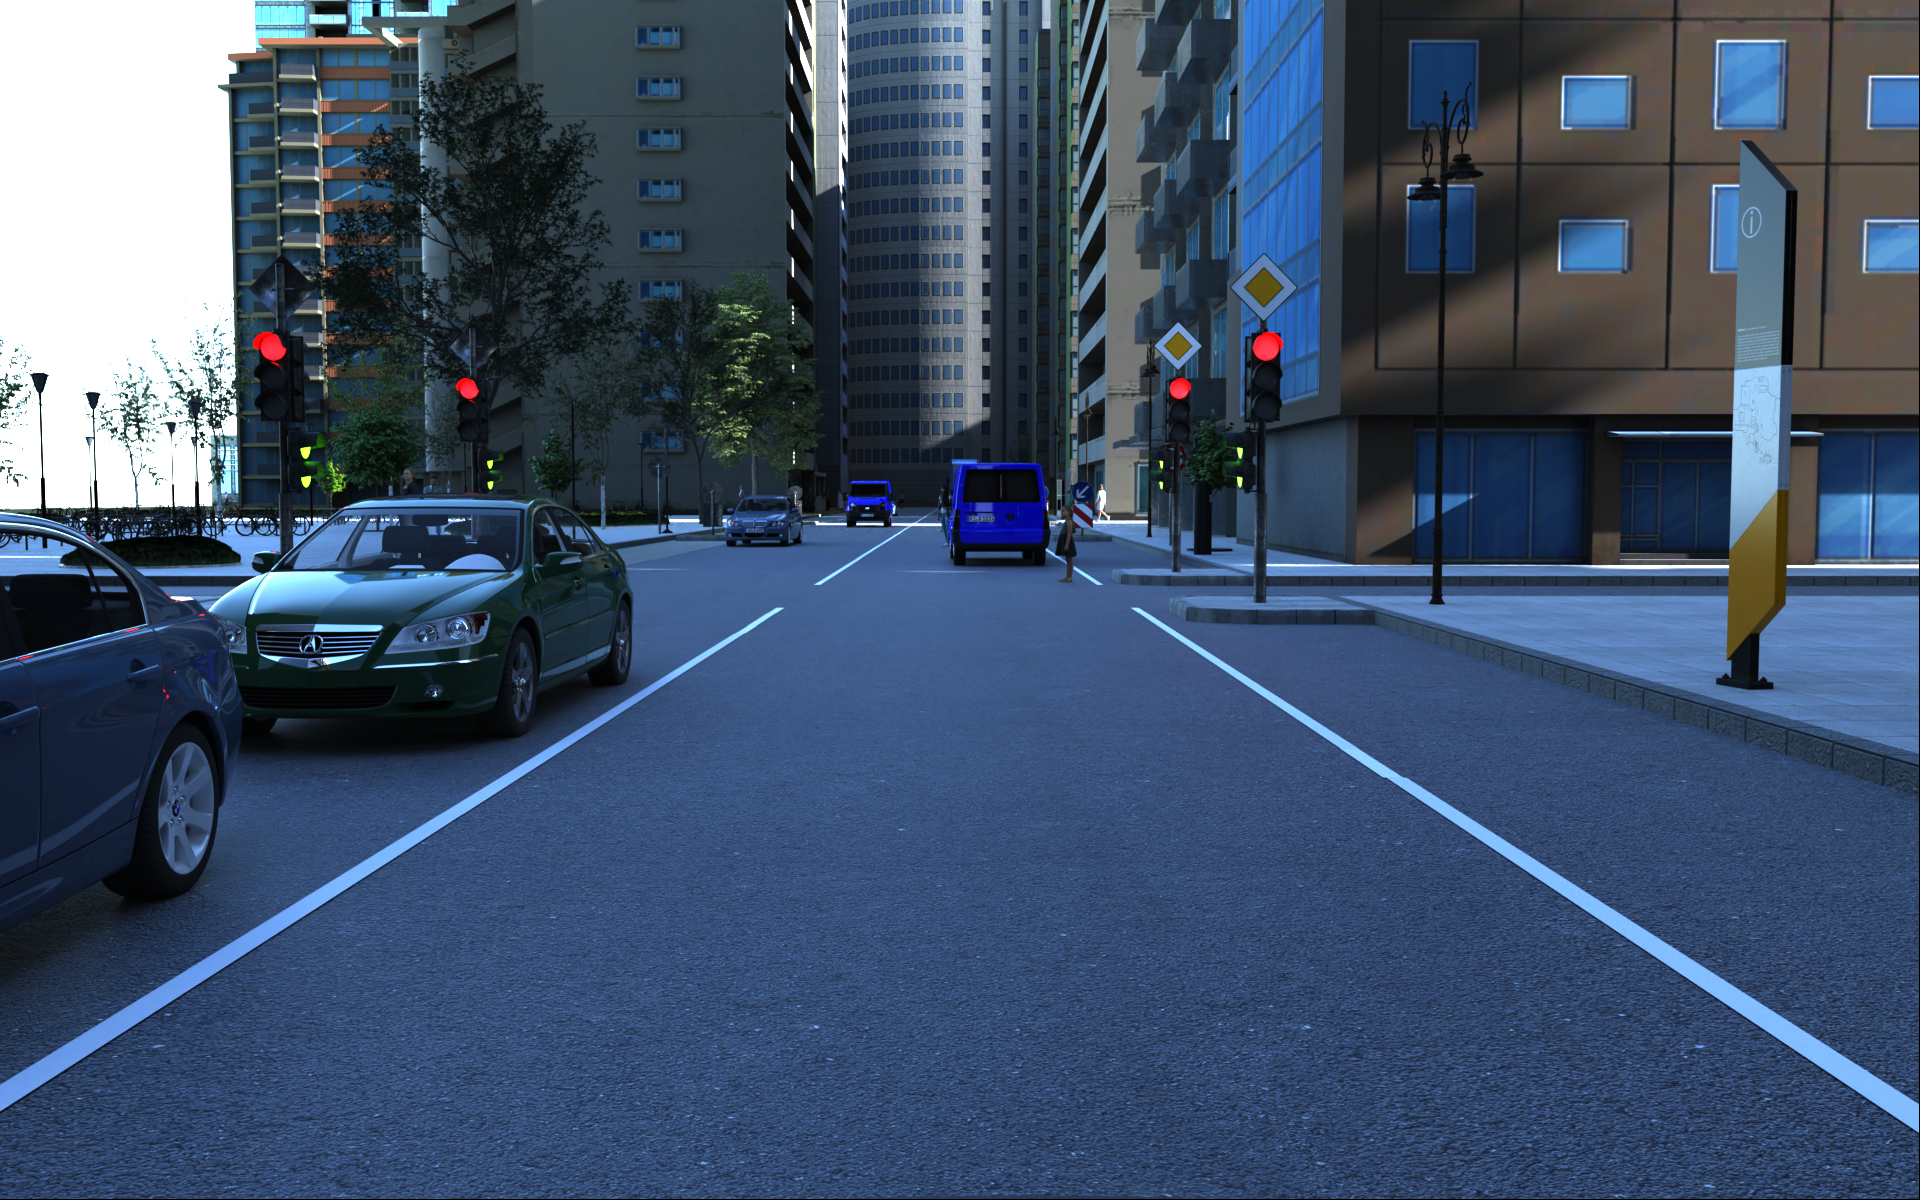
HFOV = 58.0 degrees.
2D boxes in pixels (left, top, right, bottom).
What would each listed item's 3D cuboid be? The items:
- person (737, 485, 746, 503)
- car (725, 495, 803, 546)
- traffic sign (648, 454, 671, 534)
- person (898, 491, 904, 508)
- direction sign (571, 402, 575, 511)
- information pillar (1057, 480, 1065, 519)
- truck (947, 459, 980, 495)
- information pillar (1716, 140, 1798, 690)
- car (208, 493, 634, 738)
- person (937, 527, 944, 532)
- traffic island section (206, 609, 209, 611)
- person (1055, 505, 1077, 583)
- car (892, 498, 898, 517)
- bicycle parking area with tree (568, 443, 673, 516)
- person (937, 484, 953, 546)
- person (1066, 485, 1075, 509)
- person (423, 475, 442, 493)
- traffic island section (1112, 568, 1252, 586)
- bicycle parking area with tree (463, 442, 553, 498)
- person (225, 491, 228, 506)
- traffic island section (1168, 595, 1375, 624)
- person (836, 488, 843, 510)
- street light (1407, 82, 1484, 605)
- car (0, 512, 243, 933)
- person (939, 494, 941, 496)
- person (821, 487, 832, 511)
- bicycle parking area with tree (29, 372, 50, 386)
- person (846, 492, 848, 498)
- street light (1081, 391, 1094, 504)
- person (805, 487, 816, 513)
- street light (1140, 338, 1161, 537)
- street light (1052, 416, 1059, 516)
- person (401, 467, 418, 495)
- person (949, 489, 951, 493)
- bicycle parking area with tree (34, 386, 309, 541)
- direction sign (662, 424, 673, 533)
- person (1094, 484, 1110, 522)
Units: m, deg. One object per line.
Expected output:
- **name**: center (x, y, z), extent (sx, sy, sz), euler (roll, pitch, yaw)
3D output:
- **person**: center (-12.472, -5.641, 98.664), extent (0.834, 1.777, 0.661), euler (-3, 4, -37)
- **car**: center (-5.493, -2.262, 48.988), extent (2.014, 1.417, 4.499), euler (0, 4, 2)
- **traffic sign**: center (-9.630, -3.387, 55.485), extent (0.768, 2.556, 0.104), euler (0, 4, 7)
- **person**: center (-6.037, -10.337, 178.301), extent (0.721, 1.735, 1.217), euler (-2, 4, -32)
- **direction sign**: center (-9.590, -3.116, 42.949), extent (0.379, 3.537, 0.876), euler (-1, 4, -12)
- **information pillar**: center (5.120, -5.095, 87.788), extent (0.304, 2.012, 0.304), euler (3, 5, 41)
- **truck**: center (0.187, -8.450, 127.912), extent (2.967, 4.110, 18.799), euler (0, 4, 2)
- **information pillar**: center (5.239, -1.222, 11.340), extent (0.183, 3.616, 0.504), euler (-1, 4, -12)
- **car**: center (-3.459, 0.005, 11.717), extent (2.131, 1.459, 4.920), euler (0, 4, 1)
- **person**: center (-0.501, -3.477, 66.106), extent (0.760, 1.731, 0.466), euler (-1, 4, -21)
- **traffic island section**: center (-7.973, 0.109, 20.502), extent (2.009, 0.180, 2.903), euler (0, 3, 0)
- **person**: center (1.707, -0.907, 28.005), extent (0.373, 1.253, 0.362), euler (0, 4, -7)
- **car**: center (-4.933, -6.080, 111.407), extent (2.014, 1.417, 4.499), euler (0, 4, 1)
- **bicycle parking area with tree**: center (-20.647, -6.793, 98.069), extent (8.231, 4.147, 9.016), euler (1, 4, 17)
- **person**: center (-0.353, -2.347, 47.717), extent (0.563, 1.720, 0.643), euler (3, 5, 40)
- **person**: center (6.120, -5.407, 94.690), extent (0.529, 1.795, 0.600), euler (-1, 4, -20)
- **person**: center (-14.478, -2.530, 47.584), extent (0.511, 1.800, 0.466), euler (-2, 4, -26)
- **traffic island section**: center (3.574, -0.379, 28.474), extent (2.009, 0.180, 2.903), euler (0, 3, 0)
- **bicycle parking area with tree**: center (-24.607, -5.667, 79.660), extent (9.016, 4.147, 8.231), euler (3, 5, 43)
- **person**: center (-78.055, -10.687, 184.176), extent (0.436, 1.711, 0.756), euler (-2, 4, -24)
- **traffic island section**: center (3.568, 0.110, 20.489), extent (2.009, 0.180, 2.903), euler (0, 3, 0)
- **person**: center (-9.625, -8.093, 139.037), extent (0.621, 1.740, 0.551), euler (2, 4, 31)
- **street light**: center (5.559, -2.888, 20.010), extent (0.468, 5.910, 1.993), euler (0, 3, 0)
- **car**: center (-3.598, 0.433, 4.920), extent (2.014, 1.417, 4.499), euler (0, 4, -1)
- **person**: center (-1.477, -7.922, 139.499), extent (0.415, 1.643, 0.593), euler (2, 4, 32)
- **person**: center (-10.087, -7.684, 131.767), extent (0.705, 1.812, 1.348), euler (-3, 5, -40)
- **bicycle parking area with tree**: center (-24.093, -3.368, 42.063), extent (8.231, 4.147, 9.016), euler (2, 4, 34)
- **person**: center (-9.708, -8.727, 151.914), extent (0.799, 1.438, 0.628), euler (1, 4, 12)
- **street light**: center (5.690, -6.413, 77.638), extent (0.468, 5.910, 1.993), euler (0, 3, 0)
- **person**: center (-9.924, -6.649, 115.307), extent (0.434, 1.755, 0.990), euler (3, 5, 42)
- **street light**: center (5.640, -4.808, 51.399), extent (0.468, 5.910, 1.993), euler (0, 3, 0)
- **street light**: center (5.669, -7.966, 103.026), extent (0.468, 5.910, 1.993), euler (0, 3, 0)
- **person**: center (-10.134, -1.566, 32.065), extent (0.576, 1.772, 0.534), euler (3, 4, 37)
- **person**: center (-0.657, -6.613, 117.070), extent (0.568, 1.767, 0.683), euler (1, 4, 18)
- **bicycle parking area with tree**: center (-23.888, -3.929, 51.247), extent (9.016, 4.147, 8.231), euler (1, 4, 20)
- **direction sign**: center (-9.580, -3.949, 56.570), extent (0.379, 3.537, 0.876), euler (-1, 4, -16)
- **person**: center (6.470, -4.407, 78.845), extent (0.760, 1.731, 0.466), euler (1, 4, 18)
